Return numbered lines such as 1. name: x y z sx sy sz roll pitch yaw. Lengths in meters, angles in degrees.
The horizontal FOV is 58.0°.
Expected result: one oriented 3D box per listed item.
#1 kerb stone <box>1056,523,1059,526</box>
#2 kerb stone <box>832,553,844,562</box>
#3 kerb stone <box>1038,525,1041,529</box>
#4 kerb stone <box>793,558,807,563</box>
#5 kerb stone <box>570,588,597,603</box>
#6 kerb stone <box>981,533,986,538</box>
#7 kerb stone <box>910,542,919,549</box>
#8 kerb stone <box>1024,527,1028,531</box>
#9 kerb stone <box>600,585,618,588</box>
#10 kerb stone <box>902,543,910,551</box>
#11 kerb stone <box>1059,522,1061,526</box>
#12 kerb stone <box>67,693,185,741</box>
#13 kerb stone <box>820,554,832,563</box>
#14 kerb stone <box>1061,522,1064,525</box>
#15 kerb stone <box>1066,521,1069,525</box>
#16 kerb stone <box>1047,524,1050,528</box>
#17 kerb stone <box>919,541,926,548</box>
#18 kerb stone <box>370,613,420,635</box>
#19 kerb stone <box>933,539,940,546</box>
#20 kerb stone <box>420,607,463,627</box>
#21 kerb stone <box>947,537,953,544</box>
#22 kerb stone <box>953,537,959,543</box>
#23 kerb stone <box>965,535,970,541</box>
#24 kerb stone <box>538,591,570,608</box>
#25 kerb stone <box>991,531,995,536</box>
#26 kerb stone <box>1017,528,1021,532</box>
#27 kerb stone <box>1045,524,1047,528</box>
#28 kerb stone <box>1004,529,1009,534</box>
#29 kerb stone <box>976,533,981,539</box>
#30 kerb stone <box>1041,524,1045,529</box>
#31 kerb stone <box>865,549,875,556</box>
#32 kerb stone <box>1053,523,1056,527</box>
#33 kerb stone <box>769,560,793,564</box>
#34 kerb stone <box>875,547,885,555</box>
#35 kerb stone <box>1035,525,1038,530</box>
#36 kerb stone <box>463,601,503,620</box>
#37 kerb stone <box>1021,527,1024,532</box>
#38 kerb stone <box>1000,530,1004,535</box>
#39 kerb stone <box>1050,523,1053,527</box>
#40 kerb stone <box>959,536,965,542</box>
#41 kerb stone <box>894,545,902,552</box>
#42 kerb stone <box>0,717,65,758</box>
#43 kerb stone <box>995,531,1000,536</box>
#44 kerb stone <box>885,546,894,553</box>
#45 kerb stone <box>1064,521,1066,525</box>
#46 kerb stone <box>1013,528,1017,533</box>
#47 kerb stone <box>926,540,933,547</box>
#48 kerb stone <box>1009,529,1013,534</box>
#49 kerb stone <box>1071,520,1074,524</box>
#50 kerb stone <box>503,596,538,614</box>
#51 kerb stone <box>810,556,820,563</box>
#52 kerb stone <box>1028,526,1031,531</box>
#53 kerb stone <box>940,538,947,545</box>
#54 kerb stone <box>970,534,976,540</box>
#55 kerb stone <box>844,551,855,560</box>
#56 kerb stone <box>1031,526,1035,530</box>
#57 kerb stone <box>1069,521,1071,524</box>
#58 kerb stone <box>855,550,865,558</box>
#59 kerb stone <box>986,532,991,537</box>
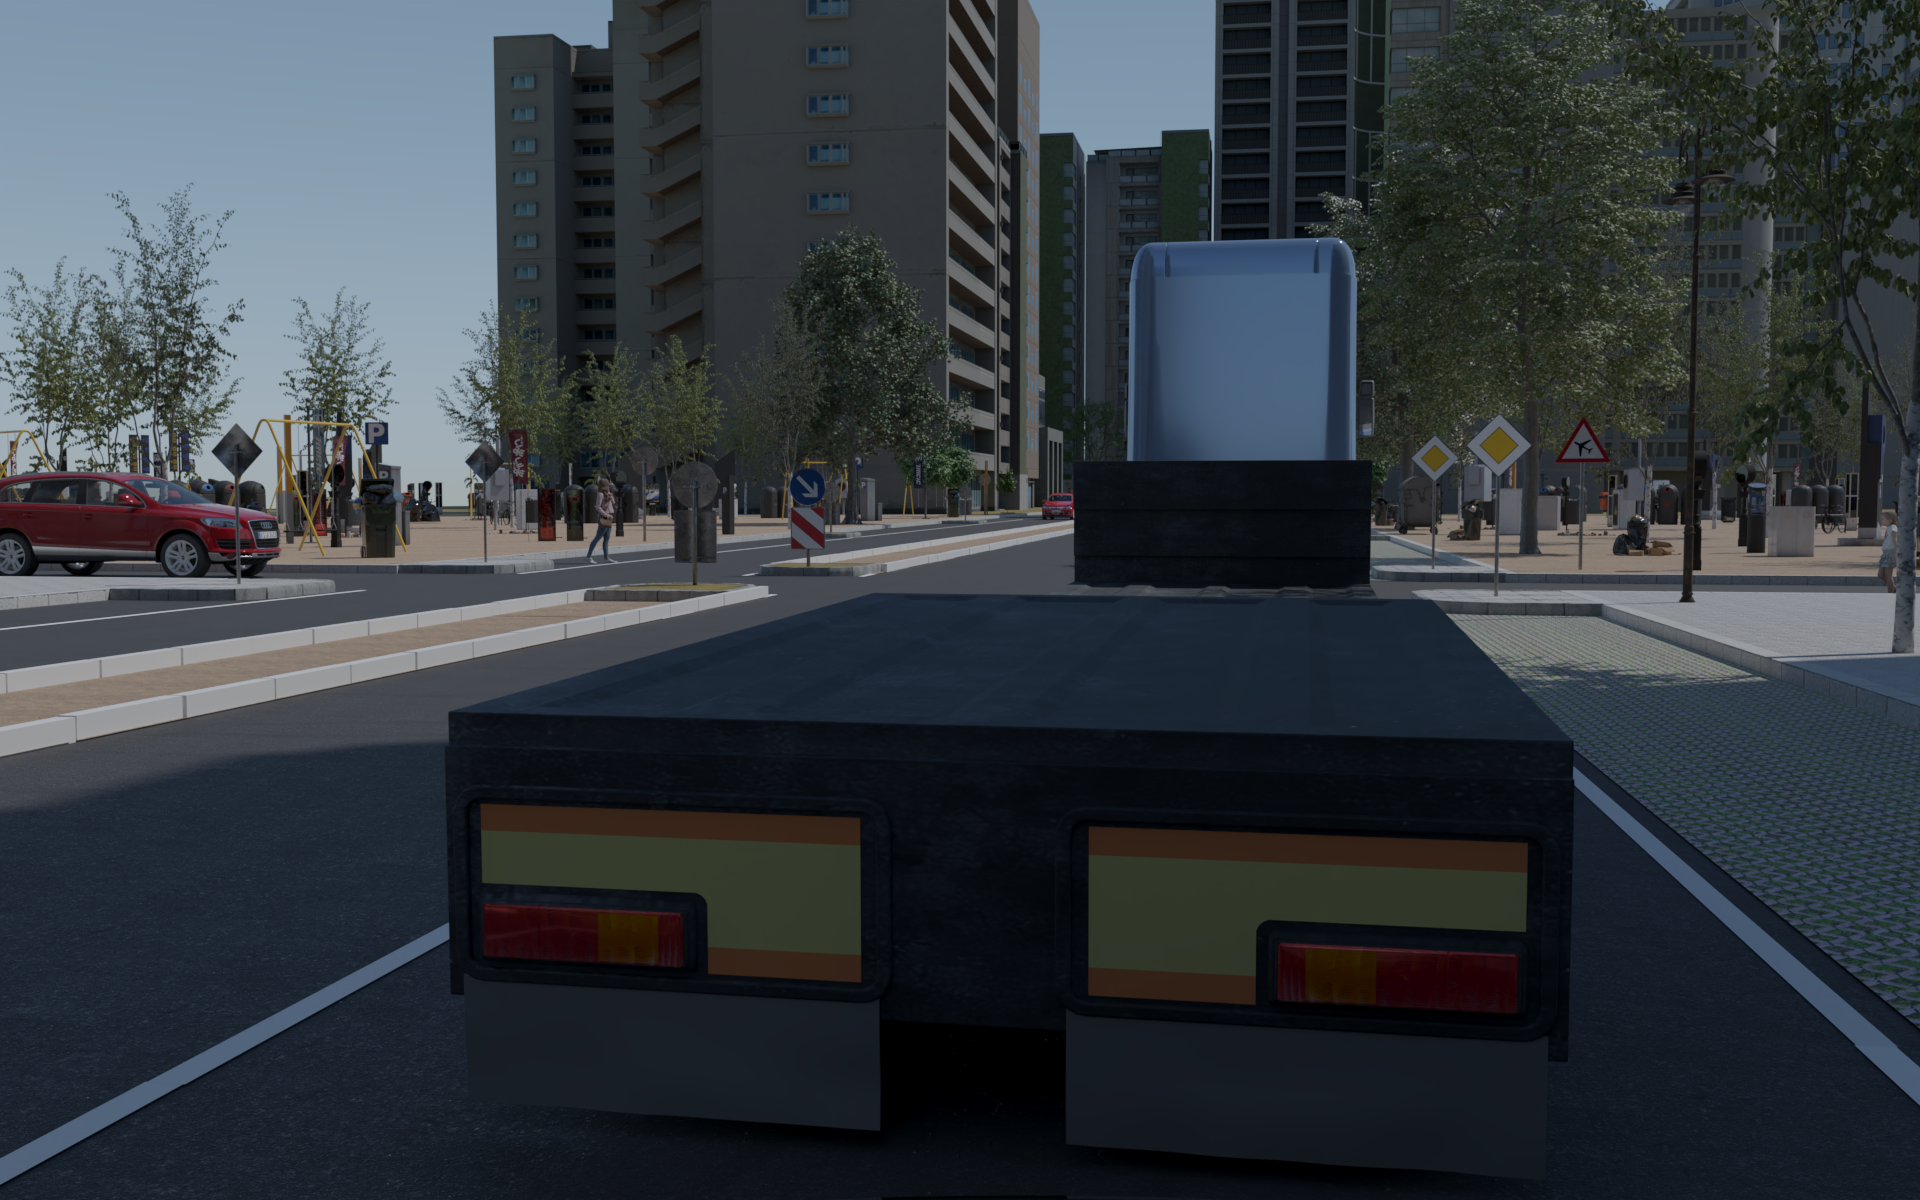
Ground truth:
1. kerb stone: 4.109 -3.296 76.080 0.120 0.150 1.000 1 4 10
2. kerb stone: -2.688 -0.886 36.685 0.120 0.150 1.000 1 4 10
3. kerb stone: 3.057 -2.924 70.023 0.120 0.150 1.000 1 4 10
4. kerb stone: -3.215 -0.701 33.653 0.120 0.150 1.000 1 4 10
5. kerb stone: -5.063 -0.049 22.996 0.120 0.150 1.000 1 4 10
6. kerb stone: 0.621 -2.061 55.895 0.120 0.150 1.000 1 4 10
7. kerb stone: -1.293 -1.381 44.771 0.120 0.150 1.000 1 4 10
8. kerb stone: 2.371 -2.673 65.977 0.120 0.150 1.000 1 4 10
9. kerb stone: -4.878 -0.106 24.006 0.120 0.150 1.000 1 4 10
10. kerb stone: -1.473 -1.318 43.751 0.120 0.150 1.000 1 4 10
11. kerb stone: 4.286 -3.358 77.093 0.120 0.150 1.000 1 4 10
12. kerb stone: -5.089 0.713 10.534 0.120 0.150 1.000 1 4 10
13. kerb stone: -2.869 -0.824 35.672 0.120 0.150 1.000 1 4 10
14. kerb stone: 4.454 -3.412 78.107 0.120 0.150 1.000 1 4 10
15. kerb stone: 4.814 -3.541 80.136 0.120 0.150 1.000 1 4 10
16. kerb stone: 3.580 -3.103 73.046 0.120 0.150 1.000 1 4 10
17. kerb stone: -1.131 -1.438 45.783 0.120 0.150 1.000 1 4 10
18. kerb stone: -5.924 0.259 17.955 0.120 0.150 1.000 1 4 10
19. kerb stone: -0.766 -1.566 47.800 0.120 0.150 1.000 1 4 10
20. kerb stone: -5.749 0.198 18.962 0.120 0.150 1.000 1 4 10
21. kerb stone: -0.420 -1.689 49.823 0.120 0.150 1.000 1 4 10
22. kerb stone: -0.252 -1.752 50.834 0.120 0.150 1.000 1 4 10
23. kerb stone: 0.095 -1.872 52.863 0.120 0.150 1.000 1 4 10
24. kerb stone: -5.243 0.013 21.990 0.120 0.150 1.000 1 4 10
25. kerb stone: 0.965 -2.184 57.912 0.120 0.150 1.000 1 4 10
26. kerb stone: 2.016 -2.555 63.963 0.120 0.150 1.000 1 4 10
27. kerb stone: 3.409 -3.047 72.038 0.120 0.150 1.000 1 4 10
28. kerb stone: 1.496 -2.369 60.936 0.120 0.150 1.000 1 4 10
29. kerb stone: 0.449 -1.998 54.880 0.120 0.150 1.000 1 4 10
30. kerb stone: 3.243 -2.987 71.028 0.120 0.150 1.000 1 4 10
31. kerb stone: -2.172 -1.072 39.716 0.120 0.150 1.000 1 4 10
32. kerb stone: 3.932 -3.234 75.073 0.120 0.150 1.000 1 4 10
33. kerb stone: -3.394 -0.636 32.644 0.120 0.150 1.000 1 4 10
34. kerb stone: -1.988 -1.130 40.721 0.120 0.150 1.000 1 4 10
35. kerb stone: 2.887 -2.864 69.015 0.120 0.150 1.000 1 4 10
36. kerb stone: -5.576 0.143 19.969 0.120 0.150 1.000 1 4 10
37. kerb stone: 2.195 -2.616 64.970 0.120 0.150 1.000 1 4 10
38. kerb stone: 1.318 -2.305 59.929 0.120 0.150 1.000 1 4 10
39. kerb stone: 3.761 -3.167 74.061 0.120 0.150 1.000 1 4 10
40. kerb stone: -0.080 -1.813 51.842 0.120 0.150 1.000 1 4 10
41. kerb stone: -1.651 -1.255 42.742 0.120 0.150 1.000 1 4 10
42. kerb stone: -5.250 0.781 9.515 0.120 0.150 1.000 1 4 10
43. kerb stone: 1.149 -2.246 58.917 0.120 0.150 1.000 1 4 10
44. kerb stone: -1.824 -1.194 41.731 0.120 0.150 1.000 1 4 10
45. kerb stone: 4.635 -3.481 79.112 0.120 0.150 1.000 1 4 10
46. kerb stone: 1.841 -2.491 62.954 0.120 0.150 1.000 1 4 10
47. kerb stone: -0.949 -1.504 46.789 0.120 0.150 1.000 1 4 10
48. kerb stone: 1.668 -2.431 61.944 0.120 0.150 1.000 1 4 10
49. kerb stone: 5.153 -3.667 82.158 0.120 0.150 1.000 1 4 10
50. kerb stone: -5.412 0.074 20.982 0.120 0.150 1.000 1 4 10
51. kerb stone: -3.044 -0.763 34.665 0.120 0.150 1.000 1 4 10
52. kerb stone: 2.542 -2.740 66.994 0.120 0.150 1.000 1 4 10
53. kerb stone: -0.597 -1.628 48.808 0.120 0.150 1.000 1 4 10
54. kerb stone: 0.274 -1.937 53.869 0.120 0.150 1.000 1 4 10
55. kerb stone: -2.519 -0.941 37.694 0.120 0.150 1.000 1 4 10
56. kerb stone: 2.718 -2.797 68.007 0.120 0.150 1.000 1 4 10
57. kerb stone: 4.991 -3.606 81.149 0.120 0.150 1.000 1 4 10
58. kerb stone: -2.345 -1.010 38.701 0.120 0.150 1.000 1 4 10
59. kerb stone: 0.795 -2.123 56.904 0.120 0.150 1.000 1 4 10
